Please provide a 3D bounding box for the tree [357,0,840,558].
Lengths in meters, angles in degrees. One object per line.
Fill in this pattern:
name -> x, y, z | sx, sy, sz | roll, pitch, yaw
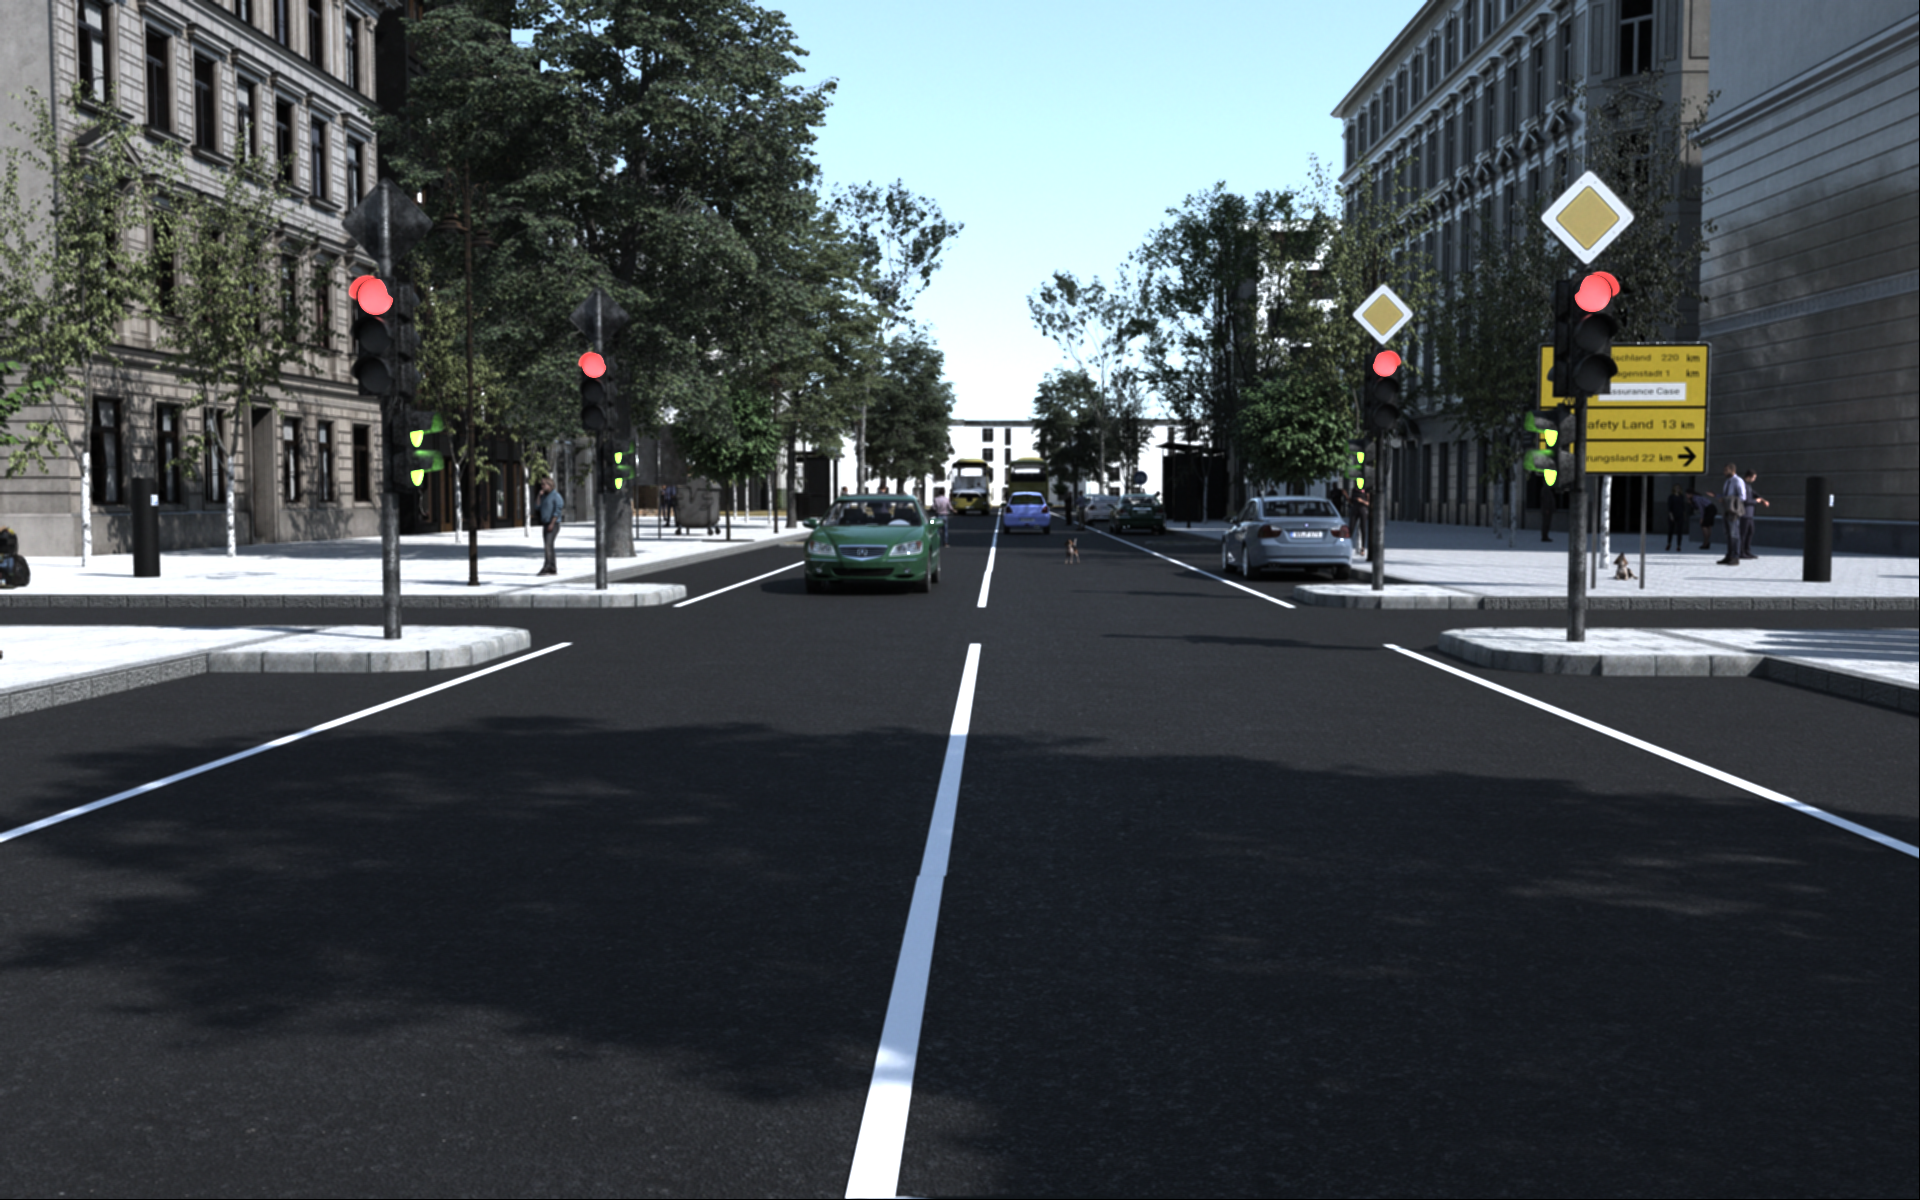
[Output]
tree -> -6.936, -7.839, 34.827 | 9.857, 13.997, 8.962 | 0, 3, 0

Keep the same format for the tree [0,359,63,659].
tree -> -8.048, -1.143, 13.283 | 1.663, 3.219, 1.824 | 0, 3, 0

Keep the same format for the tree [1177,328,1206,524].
tree -> 11.506, -7.261, 69.087 | 4.360, 8.622, 3.978 | 0, 3, 0

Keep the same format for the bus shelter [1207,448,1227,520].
bus shelter -> 12.297, -5.873, 87.310 | 1.731, 3.624, 6.357 | 0, 4, 1

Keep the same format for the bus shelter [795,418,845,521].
bus shelter -> -7.193, -6.635, 86.119 | 2.179, 5.291, 8.768 | 0, 4, 2

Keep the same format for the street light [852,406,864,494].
street light -> -5.224, -7.106, 88.969 | 0.468, 5.910, 1.993 | 0, 4, 1

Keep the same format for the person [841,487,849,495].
person -> -8.596, -7.430, 127.529 | 1.348, 1.824, 0.705 | -1, 4, -22

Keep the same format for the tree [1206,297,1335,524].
tree -> 12.030, -6.918, 63.480 | 4.360, 8.622, 3.978 | 0, 3, 0

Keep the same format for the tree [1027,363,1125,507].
tree -> 11.361, -16.000, 168.255 | 9.857, 13.997, 8.962 | 0, 3, 0

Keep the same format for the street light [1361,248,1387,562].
street light -> 7.802, -3.668, 32.756 | 0.468, 5.910, 1.993 | 0, 4, 1

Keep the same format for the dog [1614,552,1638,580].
dog -> 10.096, -0.515, 26.149 | 0.748, 0.427, 0.550 | -1, 4, -21

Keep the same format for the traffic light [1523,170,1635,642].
traffic light -> 5.349, -1.574, 14.985 | 0.839, 4.213, 0.868 | 0, 4, 1

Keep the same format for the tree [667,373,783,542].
tree -> -6.305, -3.874, 47.050 | 4.285, 4.588, 4.351 | 0, 3, 0

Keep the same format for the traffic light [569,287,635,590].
traffic light -> -4.811, -2.077, 23.208 | 0.839, 4.213, 0.868 | 0, 4, 1

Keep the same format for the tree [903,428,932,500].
tree -> -4.285, -13.210, 166.346 | 4.360, 8.622, 3.978 | 0, 3, 0

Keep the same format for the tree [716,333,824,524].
tree -> -7.948, -7.522, 73.340 | 4.360, 8.622, 3.978 | 0, 3, 0

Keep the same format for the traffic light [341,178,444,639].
traffic light -> -5.010, -1.589, 15.225 | 0.839, 4.213, 0.868 | 0, 4, 1

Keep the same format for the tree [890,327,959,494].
tree -> -4.688, -13.804, 132.348 | 9.857, 13.997, 8.962 | 0, 3, 0

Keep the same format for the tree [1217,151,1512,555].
tree -> 8.255, -5.265, 36.451 | 4.737, 8.622, 4.395 | 0, 3, 0

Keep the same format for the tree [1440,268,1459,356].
tree -> 15.655, -6.048, 49.247 | 4.360, 8.622, 3.978 | 0, 3, 0

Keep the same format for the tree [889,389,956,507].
tree -> -3.679, -15.410, 174.002 | 6.751, 12.117, 7.091 | 0, 3, 0

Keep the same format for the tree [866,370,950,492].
tree -> -4.682, -13.313, 143.423 | 9.928, 11.665, 9.643 | 0, 3, 0

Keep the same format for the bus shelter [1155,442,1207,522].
bus shelter -> 10.270, -5.514, 81.435 | 1.731, 3.624, 6.357 | 0, 4, 2

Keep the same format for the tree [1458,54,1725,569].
tree -> 11.095, -4.859, 29.805 | 4.360, 8.622, 3.978 | 0, 3, 0

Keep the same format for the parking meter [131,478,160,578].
parking meter -> -12.579, -1.122, 26.755 | 0.372, 1.533, 0.369 | 0, 3, 0

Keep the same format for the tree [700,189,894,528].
tree -> -5.931, -8.968, 64.757 | 7.486, 12.596, 7.792 | 0, 3, 0

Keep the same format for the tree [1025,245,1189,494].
tree -> 12.146, -16.802, 130.605 | 12.611, 20.169, 13.585 | 0, 3, 0

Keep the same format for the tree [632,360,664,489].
tree -> -13.850, -7.179, 67.736 | 4.737, 8.622, 4.395 | 0, 3, 0

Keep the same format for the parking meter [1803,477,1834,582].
parking meter -> 12.576, -1.038, 25.377 | 0.372, 1.533, 0.369 | 0, 3, 0

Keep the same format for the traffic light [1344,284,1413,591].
traffic light -> 5.547, -2.063, 22.967 | 0.839, 4.213, 0.868 | 0, 4, 1

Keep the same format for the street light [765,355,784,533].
street light -> -6.030, -5.125, 56.583 | 0.468, 5.910, 1.993 | 0, 4, 1

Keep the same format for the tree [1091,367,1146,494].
tree -> 9.702, -9.226, 101.202 | 4.360, 8.622, 3.978 | 0, 3, 0

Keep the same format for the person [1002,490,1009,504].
person -> 4.183, -8.639, 149.884 | 1.348, 1.807, 0.705 | 2, 4, 35

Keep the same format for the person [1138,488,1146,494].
person -> 13.379, -7.353, 127.064 | 0.445, 1.727, 0.742 | 3, 5, 42

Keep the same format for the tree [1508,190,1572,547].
tree -> 13.107, -5.581, 41.614 | 4.737, 8.622, 4.395 | 0, 3, 0

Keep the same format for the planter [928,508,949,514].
planter -> -1.988, -6.381, 125.463 | 1.991, 0.319, 1.994 | 0, 4, 1

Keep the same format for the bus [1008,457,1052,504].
bus -> 4.644, -7.565, 115.236 | 2.896, 3.916, 12.252 | 0, 4, 3

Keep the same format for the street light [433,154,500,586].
street light -> -6.803, -3.135, 24.049 | 0.468, 5.910, 1.993 | 0, 4, 1

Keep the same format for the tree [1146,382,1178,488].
tree -> 10.476, -7.577, 74.249 | 4.360, 8.622, 3.978 | 0, 3, 0

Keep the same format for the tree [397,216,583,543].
tree -> -13.163, -5.773, 44.743 | 4.737, 8.622, 4.395 | 0, 3, 0

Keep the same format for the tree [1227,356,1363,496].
tree -> 8.119, -3.517, 41.220 | 4.285, 4.588, 4.351 | 0, 3, 0

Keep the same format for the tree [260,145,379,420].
tree -> -14.784, -5.186, 35.152 | 4.737, 8.622, 4.395 | 0, 3, 0

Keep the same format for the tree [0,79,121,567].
tree -> -15.617, -4.886, 30.254 | 4.737, 8.622, 4.395 | 0, 3, 0

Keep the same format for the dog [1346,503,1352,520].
dog -> 19.490, -4.364, 85.725 | 0.513, 0.831, 0.800 | -1, 4, -13

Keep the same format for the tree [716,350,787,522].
tree -> -9.951, -7.849, 78.699 | 4.737, 8.622, 4.395 | 0, 3, 0

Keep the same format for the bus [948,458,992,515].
bus -> 0.861, -7.909, 120.861 | 2.896, 3.916, 12.252 | 0, 4, 2

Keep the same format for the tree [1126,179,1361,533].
tree -> 9.266, -7.983, 56.273 | 9.928, 11.665, 9.643 | 0, 3, 0

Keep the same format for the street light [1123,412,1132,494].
street light -> 9.451, -7.639, 97.688 | 0.468, 5.910, 1.993 | 0, 4, 1

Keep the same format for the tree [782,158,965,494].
tree -> -6.432, -14.828, 98.321 | 12.611, 20.169, 13.585 | 0, 3, 0

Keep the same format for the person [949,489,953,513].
person -> -0.642, -7.676, 133.968 | 0.705, 1.831, 1.348 | -1, 4, -14

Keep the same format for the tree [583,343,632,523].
tree -> -13.036, -6.167, 51.188 | 4.737, 8.622, 4.395 | 0, 3, 0

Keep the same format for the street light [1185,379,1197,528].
street light -> 8.651, -5.660, 65.334 | 0.468, 5.910, 1.993 | 0, 4, 1
